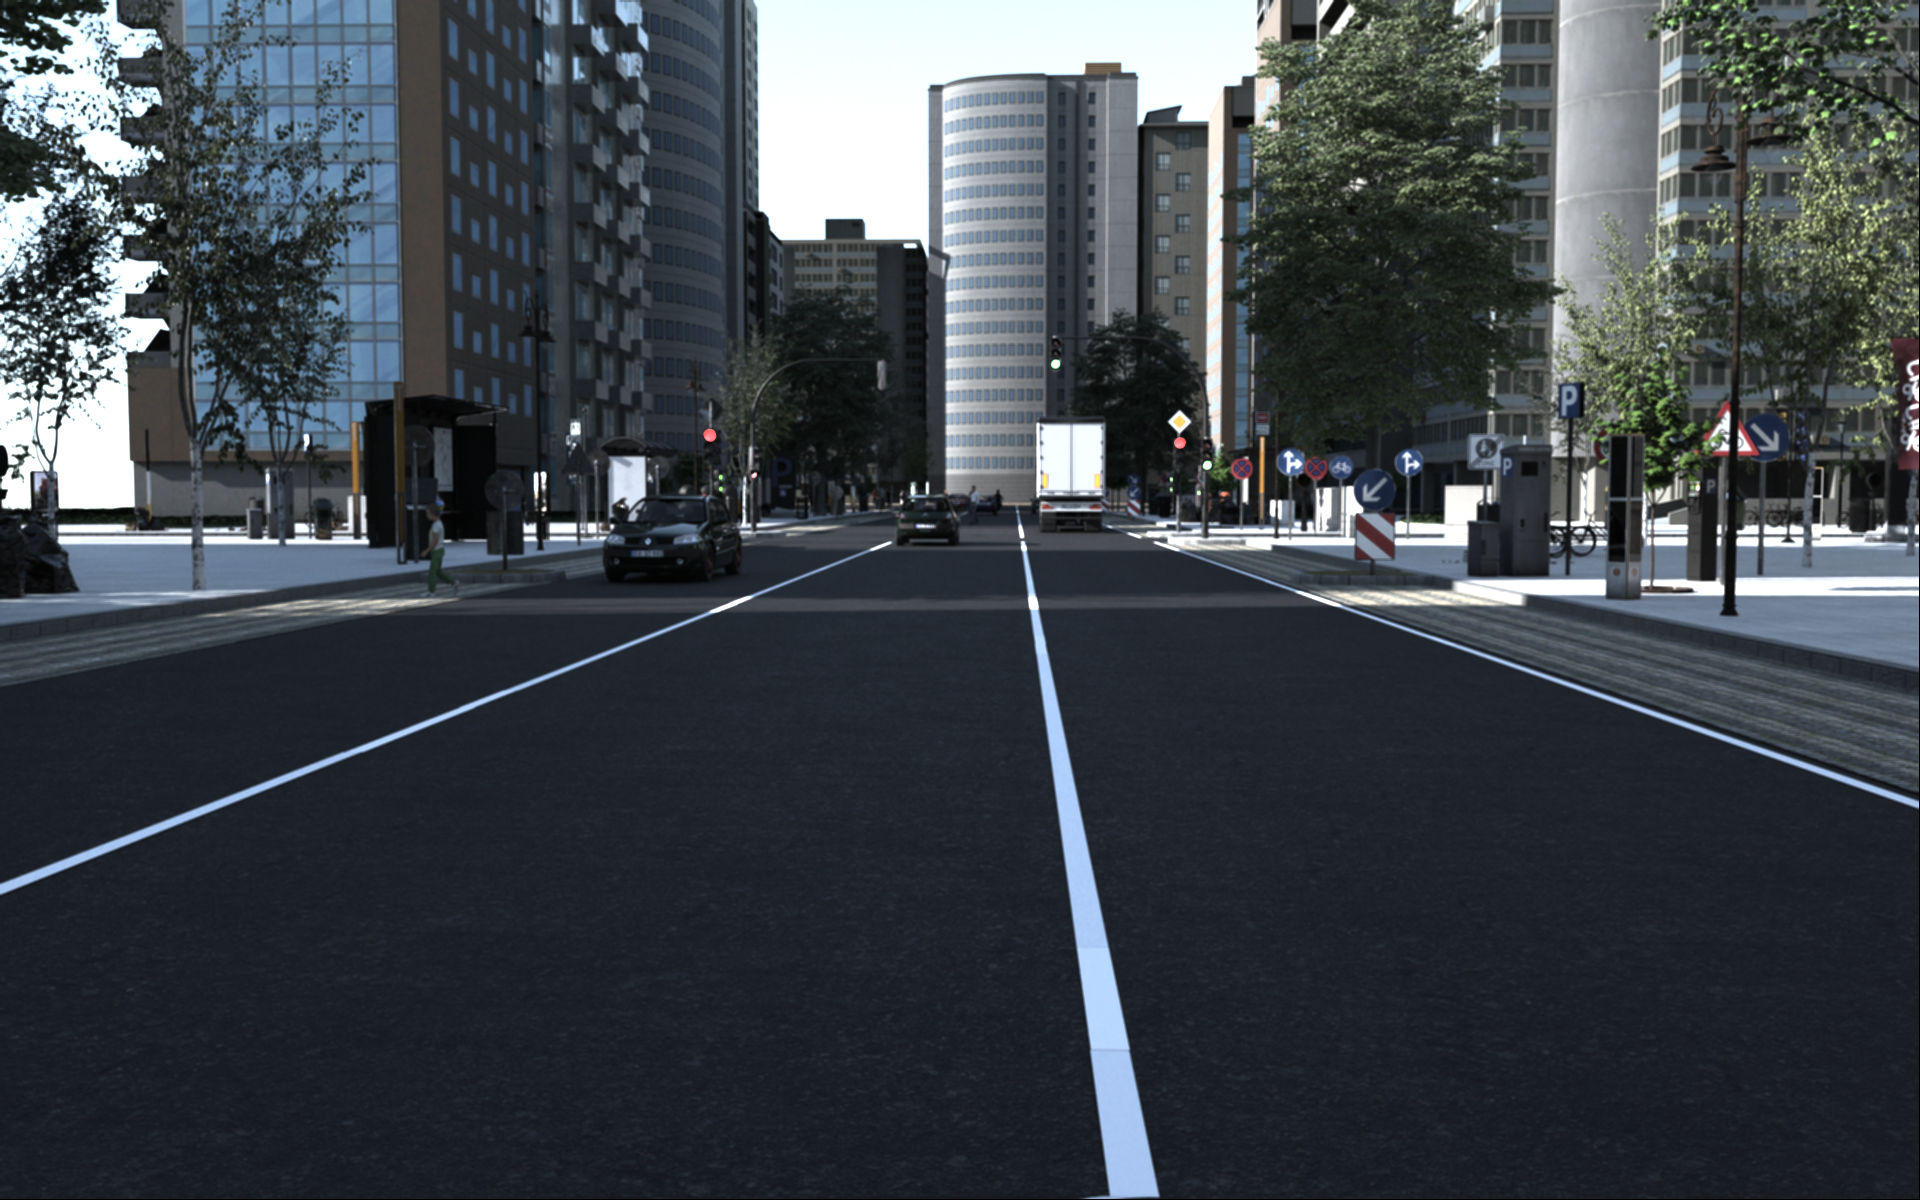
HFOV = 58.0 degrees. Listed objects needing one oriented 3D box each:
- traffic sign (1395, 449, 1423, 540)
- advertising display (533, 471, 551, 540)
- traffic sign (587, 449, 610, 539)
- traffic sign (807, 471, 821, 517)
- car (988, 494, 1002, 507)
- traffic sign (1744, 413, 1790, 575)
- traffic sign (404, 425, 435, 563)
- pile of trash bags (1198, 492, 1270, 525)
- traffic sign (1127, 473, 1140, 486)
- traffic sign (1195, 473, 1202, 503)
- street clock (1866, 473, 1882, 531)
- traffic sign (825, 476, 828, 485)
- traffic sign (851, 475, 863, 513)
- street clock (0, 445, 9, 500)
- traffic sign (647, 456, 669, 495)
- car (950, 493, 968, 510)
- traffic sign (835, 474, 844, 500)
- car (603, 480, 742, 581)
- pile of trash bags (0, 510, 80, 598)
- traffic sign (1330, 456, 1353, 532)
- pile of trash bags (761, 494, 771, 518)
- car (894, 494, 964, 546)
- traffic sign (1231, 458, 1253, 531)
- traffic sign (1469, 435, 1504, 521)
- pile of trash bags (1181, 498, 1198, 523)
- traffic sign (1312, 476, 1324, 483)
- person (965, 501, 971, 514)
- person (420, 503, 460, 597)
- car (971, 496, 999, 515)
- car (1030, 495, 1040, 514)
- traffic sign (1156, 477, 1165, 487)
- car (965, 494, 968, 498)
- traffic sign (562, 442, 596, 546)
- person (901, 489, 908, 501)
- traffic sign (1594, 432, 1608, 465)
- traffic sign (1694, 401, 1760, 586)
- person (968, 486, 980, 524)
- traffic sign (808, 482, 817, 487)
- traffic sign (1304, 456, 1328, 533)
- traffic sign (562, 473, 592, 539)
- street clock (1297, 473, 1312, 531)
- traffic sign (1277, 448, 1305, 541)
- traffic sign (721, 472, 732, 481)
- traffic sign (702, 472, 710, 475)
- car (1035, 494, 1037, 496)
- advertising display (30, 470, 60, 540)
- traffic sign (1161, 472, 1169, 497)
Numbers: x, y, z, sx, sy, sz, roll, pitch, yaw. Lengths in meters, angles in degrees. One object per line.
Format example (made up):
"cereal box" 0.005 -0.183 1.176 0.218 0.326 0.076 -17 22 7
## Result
"traffic sign" 12.595 -2.968 48.636 0.768 2.556 0.104 0 4 8
"advertising display" -11.678 -2.642 48.412 0.123 1.923 0.974 -2 4 -34
"traffic sign" -10.359 -3.017 49.441 0.768 2.556 0.104 1 4 9
"traffic sign" -8.023 -5.818 95.229 0.768 2.556 0.104 0 4 3
"car" 3.691 -10.813 188.789 2.014 1.417 4.499 0 4 0
"traffic sign" 12.710 -1.671 27.434 0.768 2.556 0.104 0 4 5
"traffic sign" -10.094 -1.956 32.087 0.768 2.556 0.104 0 4 5
"pile of trash bags" 11.781 -3.879 73.168 1.912 1.369 3.447 -1 4 -17
"traffic sign" 10.607 -6.476 105.988 0.768 2.556 0.104 1 4 10
"traffic sign" 13.287 -5.809 95.081 0.768 2.556 0.104 0 4 7
"street clock" 31.688 -3.396 60.094 0.471 2.002 0.358 0 4 2
"traffic sign" -9.202 -7.049 115.359 0.768 2.556 0.104 1 4 9
"traffic sign" -6.951 -7.143 116.787 0.884 2.594 0.081 0 4 4
"street clock" -14.059 -1.266 25.267 0.471 2.002 0.358 3 5 42
"traffic sign" -10.021 -3.509 57.476 0.768 2.556 0.104 1 4 10
"car" -0.225 -8.826 153.339 2.155 1.783 4.494 0 4 4
"traffic sign" -7.737 -6.719 109.964 0.768 2.556 0.104 0 4 8
"car" -4.881 -1.219 29.709 2.009 1.686 4.222 0 4 3
"pile of trash bags" -12.505 -0.700 21.195 1.912 1.369 3.447 0 4 3
"traffic sign" 12.711 -3.529 57.801 0.768 2.556 0.104 0 4 6
"pile of trash bags" -10.586 -5.287 96.192 1.912 1.369 3.447 -2 4 -33
"car" -0.904 -2.424 49.422 2.009 1.686 4.222 0 4 1
"traffic sign" 9.882 -3.711 60.778 0.768 2.556 0.104 0 4 7
"traffic sign" 8.990 -1.684 29.657 0.606 2.300 0.079 0 4 5
"pile of trash bags" 10.861 -4.150 77.601 1.912 1.369 3.447 0 4 0
"traffic sign" 13.337 -3.973 65.071 0.768 2.556 0.104 0 4 7
"person" 0.640 -6.825 125.591 0.738 1.151 1.012 -3 4 -39
"person" -7.271 -0.699 24.185 0.590 1.304 0.306 -3 4 -38
"car" 1.654 -6.420 117.547 1.945 1.354 3.894 0 4 2
"car" 6.248 -7.125 128.285 2.131 1.459 4.920 0 4 1
"traffic sign" 15.073 -7.904 129.232 0.884 2.594 0.081 0 4 5
"car" 0.181 -11.460 197.599 2.015 1.641 3.980 0 4 2
"traffic sign" -9.443 -2.622 42.866 0.884 2.594 0.081 1 4 10
"person" -3.932 -7.148 125.333 0.822 1.834 0.622 2 4 26
"traffic sign" 12.154 -1.964 32.218 0.768 2.556 0.104 0 4 6
"traffic sign" 10.684 -1.481 24.215 0.884 2.594 0.081 1 4 11
"person" 0.636 -4.479 81.838 0.679 1.850 0.850 3 4 36
"traffic sign" -10.125 -7.310 119.622 0.768 2.556 0.104 0 4 4
"traffic sign" 11.782 -3.503 57.379 0.768 2.556 0.104 0 4 5
"traffic sign" -10.795 -2.988 48.851 0.884 2.594 0.081 1 4 10
"street clock" 11.833 -3.360 59.502 0.471 2.002 0.358 2 4 24
"traffic sign" 9.067 -2.899 47.509 0.768 2.556 0.104 0 4 8
"traffic sign" -11.731 -5.271 85.919 0.795 2.593 0.064 0 4 3
"traffic sign" -12.560 -5.295 86.685 0.768 2.556 0.104 0 4 8
"car" 7.506 -8.512 147.850 2.281 1.827 5.304 0 4 4
"advertising display" -25.179 -2.596 47.663 0.123 1.923 0.974 1 4 11
"traffic sign" 11.894 -6.047 98.972 0.768 2.556 0.104 1 4 11
